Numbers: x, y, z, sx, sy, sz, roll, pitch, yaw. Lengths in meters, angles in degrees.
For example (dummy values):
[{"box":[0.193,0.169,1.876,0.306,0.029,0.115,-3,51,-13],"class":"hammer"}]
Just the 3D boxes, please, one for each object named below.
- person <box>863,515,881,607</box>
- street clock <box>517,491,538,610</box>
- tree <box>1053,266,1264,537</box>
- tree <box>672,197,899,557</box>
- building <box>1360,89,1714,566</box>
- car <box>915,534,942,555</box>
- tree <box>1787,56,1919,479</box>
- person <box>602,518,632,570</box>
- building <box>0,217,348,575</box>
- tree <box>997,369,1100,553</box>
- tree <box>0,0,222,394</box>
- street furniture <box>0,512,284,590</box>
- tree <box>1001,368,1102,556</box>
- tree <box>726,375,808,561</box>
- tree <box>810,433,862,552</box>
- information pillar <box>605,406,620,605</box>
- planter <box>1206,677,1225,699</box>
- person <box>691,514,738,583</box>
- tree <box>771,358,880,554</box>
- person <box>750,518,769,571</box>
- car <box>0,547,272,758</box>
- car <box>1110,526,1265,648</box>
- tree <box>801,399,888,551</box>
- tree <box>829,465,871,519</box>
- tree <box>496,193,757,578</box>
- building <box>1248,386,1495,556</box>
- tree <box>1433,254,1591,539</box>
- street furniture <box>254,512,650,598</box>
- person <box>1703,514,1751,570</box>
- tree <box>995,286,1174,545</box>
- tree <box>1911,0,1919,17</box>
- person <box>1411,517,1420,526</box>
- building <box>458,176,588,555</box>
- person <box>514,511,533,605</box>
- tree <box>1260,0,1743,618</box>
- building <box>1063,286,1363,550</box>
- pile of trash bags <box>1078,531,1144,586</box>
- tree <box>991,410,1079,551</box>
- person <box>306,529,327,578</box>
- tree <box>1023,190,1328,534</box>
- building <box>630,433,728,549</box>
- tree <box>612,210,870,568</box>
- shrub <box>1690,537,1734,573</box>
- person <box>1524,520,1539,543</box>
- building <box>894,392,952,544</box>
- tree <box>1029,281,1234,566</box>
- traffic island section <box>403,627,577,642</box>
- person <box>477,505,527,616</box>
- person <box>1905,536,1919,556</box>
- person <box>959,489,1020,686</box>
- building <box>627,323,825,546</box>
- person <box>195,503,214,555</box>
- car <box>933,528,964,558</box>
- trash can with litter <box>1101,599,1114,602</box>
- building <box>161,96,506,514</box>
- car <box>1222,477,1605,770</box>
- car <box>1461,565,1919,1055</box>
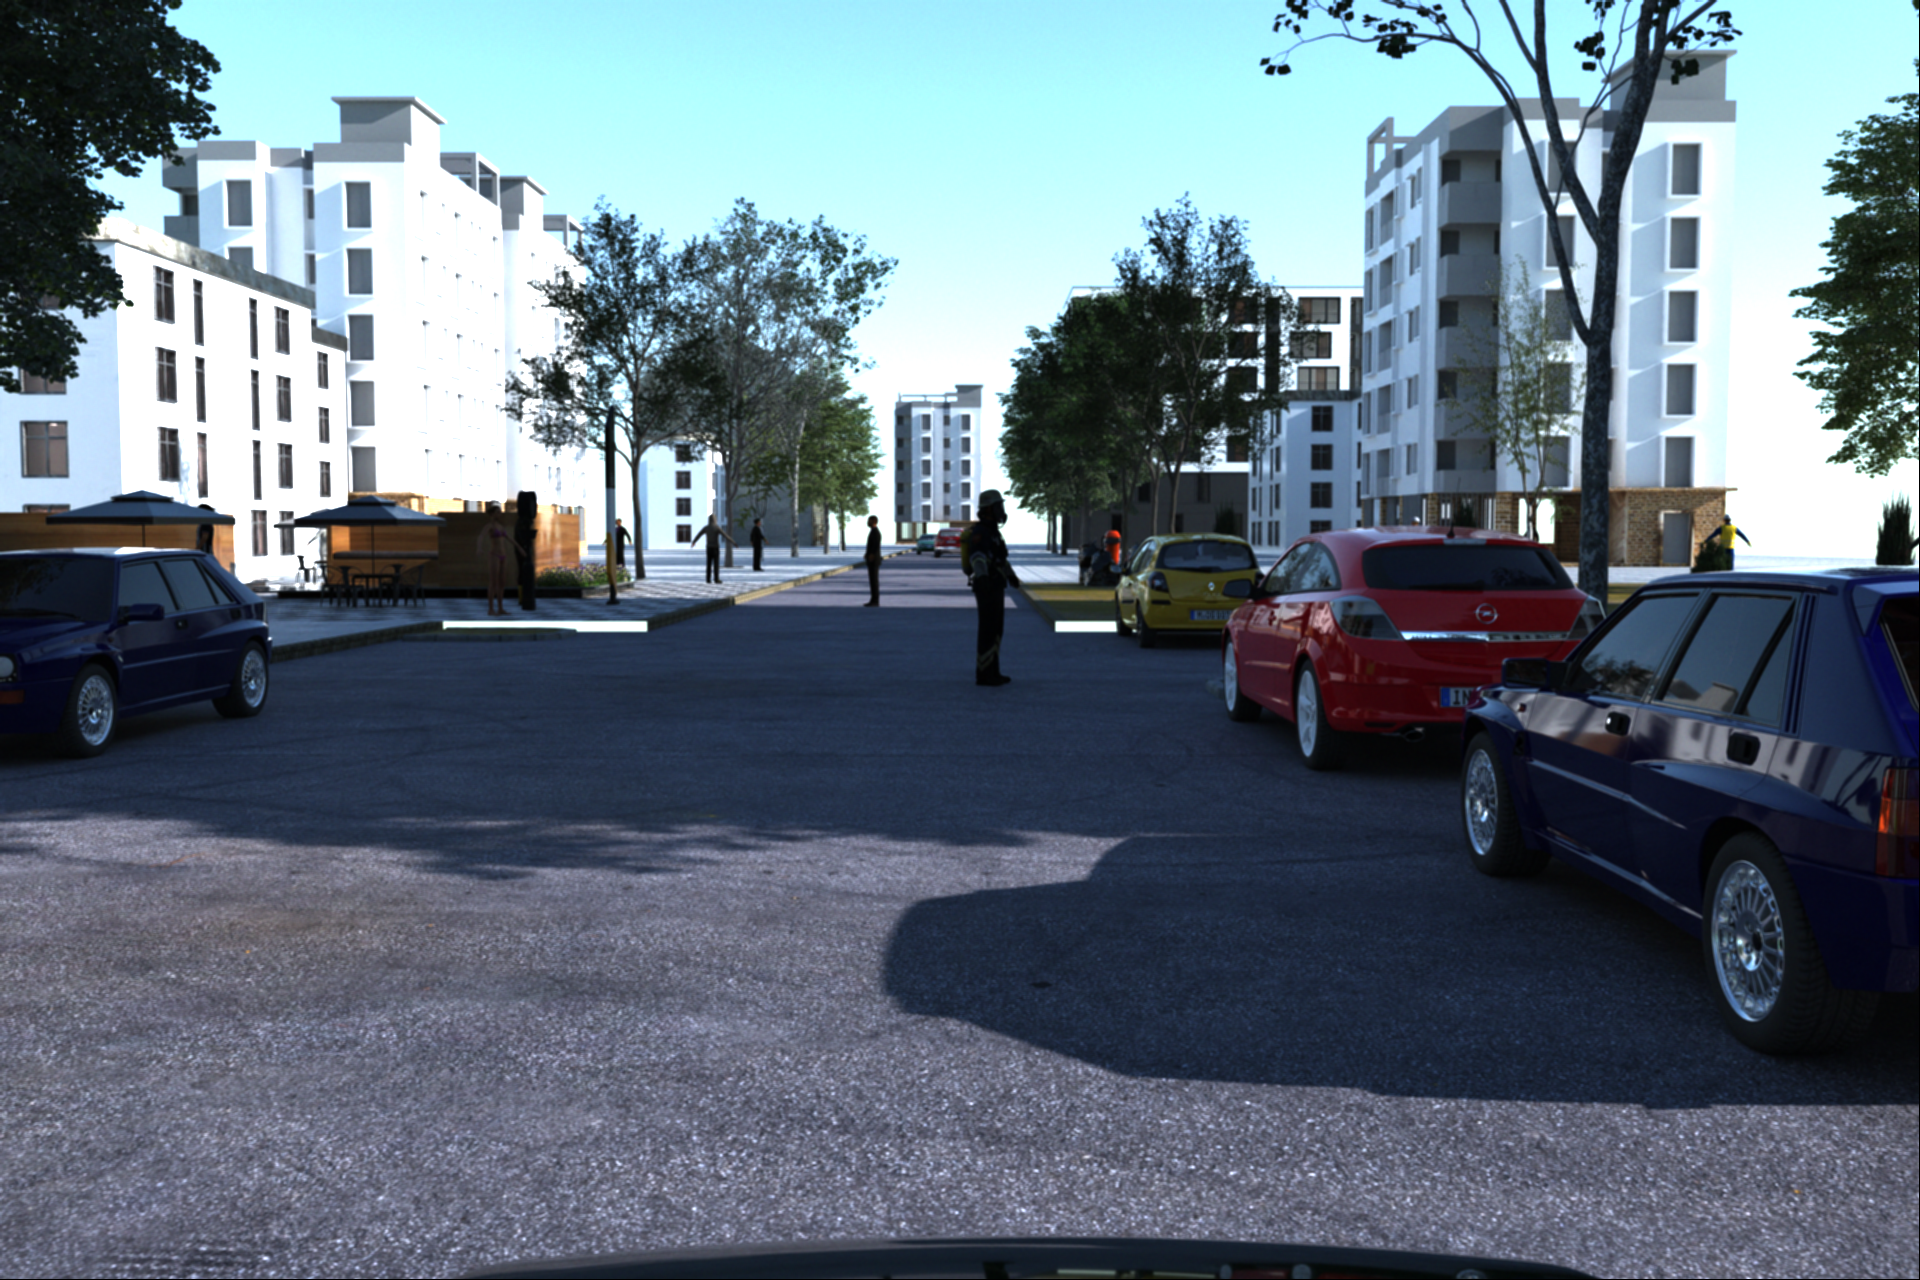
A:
[{"box":[-1.743,-1.568,34.312,0.704,1.802,1.346,0,4,-8],"class":"person"},{"box":[-7.270,-1.503,29.143,0.358,2.002,0.471,0,4,1],"class":"street clock"},{"box":[6.683,-7.510,57.208,7.601,10.594,8.767,-2,4,-23],"class":"tree"},{"box":[-9.981,-14.793,97.747,12.611,20.169,13.585,0,3,0],"class":"tree"},{"box":[23.983,-13.675,80.007,16.016,20.090,11.380,0,4,0],"class":"building"},{"box":[-2.122,-6.757,122.277,2.131,1.459,4.920,0,3,0],"class":"car"},{"box":[22.437,-7.380,38.793,7.486,12.596,7.792,0,3,0],"class":"tree"},{"box":[-11.347,-3.140,57.571,1.346,1.802,0.704,3,4,36],"class":"person"},{"box":[-26.844,-7.213,60.080,9.099,9.664,28.070,0,4,0],"class":"building"},{"box":[6.194,-12.032,114.855,7.486,12.596,7.792,0,3,0],"class":"tree"},{"box":[-12.288,-6.805,17.915,9.857,13.997,8.962,0,3,0],"class":"tree"},{"box":[-19.854,-1.842,36.972,9.812,1.723,11.010,-1,4,-10],"class":"street furniture"},{"box":[6.210,-10.851,103.176,9.928,11.665,9.643,0,3,0],"class":"tree"},{"box":[-9.250,-7.995,81.082,4.737,8.622,4.395,0,3,0],"class":"tree"},{"box":[-8.676,-10.504,122.096,4.737,8.622,4.395,0,3,0],"class":"tree"},{"box":[-6.345,-2.454,31.477,0.183,3.616,0.504,0,4,1],"class":"information pillar"},{"box":[3.252,0.342,15.552,1.991,0.319,1.994,0,4,0],"class":"planter"},{"box":[-6.453,-2.396,45.299,1.348,1.813,0.705,1,4,18],"class":"person"},{"box":[-9.006,-11.813,111.274,7.486,12.596,7.792,0,3,0],"class":"tree"},{"box":[-7.019,-3.319,60.193,0.705,1.837,1.347,-2,4,-31],"class":"person"},{"box":[-6.390,0.018,12.292,1.945,1.354,3.894,0,3,0],"class":"car"},{"box":[3.071,-0.796,23.235,2.015,1.641,3.980,0,4,-1],"class":"car"},{"box":[-9.037,-12.609,131.909,9.928,11.665,9.643,0,3,0],"class":"tree"},{"box":[-14.785,-17.518,220.837,7.601,10.594,8.767,0,4,1],"class":"tree"},{"box":[-9.337,-6.977,48.486,7.601,10.594,8.767,-2,4,-28],"class":"tree"},{"box":[23.464,-9.721,101.084,9.099,9.664,28.070,0,4,0],"class":"building"},{"box":[15.033,-5.790,45.034,4.360,8.622,3.978,0,3,0],"class":"tree"},{"box":[-9.677,-1.908,38.057,9.812,1.723,11.010,0,4,-1],"class":"street furniture"},{"box":[21.109,-2.552,47.691,1.349,1.833,0.705,0,4,7],"class":"person"},{"box":[6.652,-11.272,90.957,9.857,13.997,8.962,0,3,0],"class":"tree"},{"box":[8.369,-5.552,8.900,7.486,12.596,7.792,0,3,0],"class":"tree"},{"box":[12.963,-2.644,49.688,0.721,1.772,1.216,-1,4,-14],"class":"person"},{"box":[-27.883,-14.462,92.879,16.016,20.090,11.380,0,4,1],"class":"building"},{"box":[-7.910,-1.553,31.523,0.704,1.812,1.346,-1,4,-15],"class":"person"},{"box":[9.279,-10.392,25.797,12.611,20.169,13.585,0,3,0],"class":"tree"},{"box":[23.238,-19.286,159.304,27.936,21.610,32.646,0,3,0],"class":"building"},{"box":[3.942,-2.095,44.012,1.912,1.369,3.447,0,4,1],"class":"pile of trash bags"},{"box":[6.821,-13.454,130.348,12.009,13.543,11.850,0,3,0],"class":"tree"},{"box":[-18.494,-2.704,50.402,0.705,1.806,1.347,1,4,19],"class":"person"},{"box":[5.796,-6.951,48.057,8.767,10.594,7.601,1,4,9],"class":"tree"},{"box":[-25.436,-13.191,157.818,9.099,9.664,28.070,0,4,0],"class":"building"},{"box":[-8.663,-9.485,65.442,12.009,13.543,11.850,0,3,0],"class":"tree"},{"box":[17.256,-1.752,39.755,1.383,1.207,1.383,0,3,0],"class":"shrub"},{"box":[20.807,-3.490,63.245,1.347,1.806,0.705,-3,5,-41],"class":"person"},{"box":[-7.985,-22.219,222.149,11.380,20.090,16.016,0,4,-7],"class":"building"},{"box":[6.801,-8.784,69.381,9.928,11.665,9.643,0,3,0],"class":"tree"},{"box":[-6.431,-0.073,24.061,1.991,0.108,1.994,0,4,1],"class":"traffic island section"},{"box":[-7.239,-1.254,27.301,0.721,1.733,1.217,1,4,21],"class":"person"},{"box":[16.806,-1.416,29.426,1.348,1.796,0.705,3,4,36],"class":"person"},{"box":[0.315,-0.504,16.481,0.705,1.856,1.354,1,4,14],"class":"person"},{"box":[-24.576,-21.828,187.820,19.493,23.208,18.063,0,4,0],"class":"building"},{"box":[-13.368,-1.495,30.594,0.704,1.843,1.345,-1,4,-20],"class":"person"},{"box":[-0.525,-5.938,105.759,2.281,1.827,5.304,0,4,0],"class":"car"},{"box":[3.519,-1.286,32.091,1.678,1.210,2.233,0,4,-1],"class":"trash can with litter"},{"box":[-28.441,-13.453,76.381,16.016,20.090,11.380,0,4,-1],"class":"building"},{"box":[2.972,-0.182,12.009,2.155,1.783,4.494,0,4,-1],"class":"car"},{"box":[3.038,0.396,6.108,1.945,1.354,3.894,0,3,0],"class":"car"}]
